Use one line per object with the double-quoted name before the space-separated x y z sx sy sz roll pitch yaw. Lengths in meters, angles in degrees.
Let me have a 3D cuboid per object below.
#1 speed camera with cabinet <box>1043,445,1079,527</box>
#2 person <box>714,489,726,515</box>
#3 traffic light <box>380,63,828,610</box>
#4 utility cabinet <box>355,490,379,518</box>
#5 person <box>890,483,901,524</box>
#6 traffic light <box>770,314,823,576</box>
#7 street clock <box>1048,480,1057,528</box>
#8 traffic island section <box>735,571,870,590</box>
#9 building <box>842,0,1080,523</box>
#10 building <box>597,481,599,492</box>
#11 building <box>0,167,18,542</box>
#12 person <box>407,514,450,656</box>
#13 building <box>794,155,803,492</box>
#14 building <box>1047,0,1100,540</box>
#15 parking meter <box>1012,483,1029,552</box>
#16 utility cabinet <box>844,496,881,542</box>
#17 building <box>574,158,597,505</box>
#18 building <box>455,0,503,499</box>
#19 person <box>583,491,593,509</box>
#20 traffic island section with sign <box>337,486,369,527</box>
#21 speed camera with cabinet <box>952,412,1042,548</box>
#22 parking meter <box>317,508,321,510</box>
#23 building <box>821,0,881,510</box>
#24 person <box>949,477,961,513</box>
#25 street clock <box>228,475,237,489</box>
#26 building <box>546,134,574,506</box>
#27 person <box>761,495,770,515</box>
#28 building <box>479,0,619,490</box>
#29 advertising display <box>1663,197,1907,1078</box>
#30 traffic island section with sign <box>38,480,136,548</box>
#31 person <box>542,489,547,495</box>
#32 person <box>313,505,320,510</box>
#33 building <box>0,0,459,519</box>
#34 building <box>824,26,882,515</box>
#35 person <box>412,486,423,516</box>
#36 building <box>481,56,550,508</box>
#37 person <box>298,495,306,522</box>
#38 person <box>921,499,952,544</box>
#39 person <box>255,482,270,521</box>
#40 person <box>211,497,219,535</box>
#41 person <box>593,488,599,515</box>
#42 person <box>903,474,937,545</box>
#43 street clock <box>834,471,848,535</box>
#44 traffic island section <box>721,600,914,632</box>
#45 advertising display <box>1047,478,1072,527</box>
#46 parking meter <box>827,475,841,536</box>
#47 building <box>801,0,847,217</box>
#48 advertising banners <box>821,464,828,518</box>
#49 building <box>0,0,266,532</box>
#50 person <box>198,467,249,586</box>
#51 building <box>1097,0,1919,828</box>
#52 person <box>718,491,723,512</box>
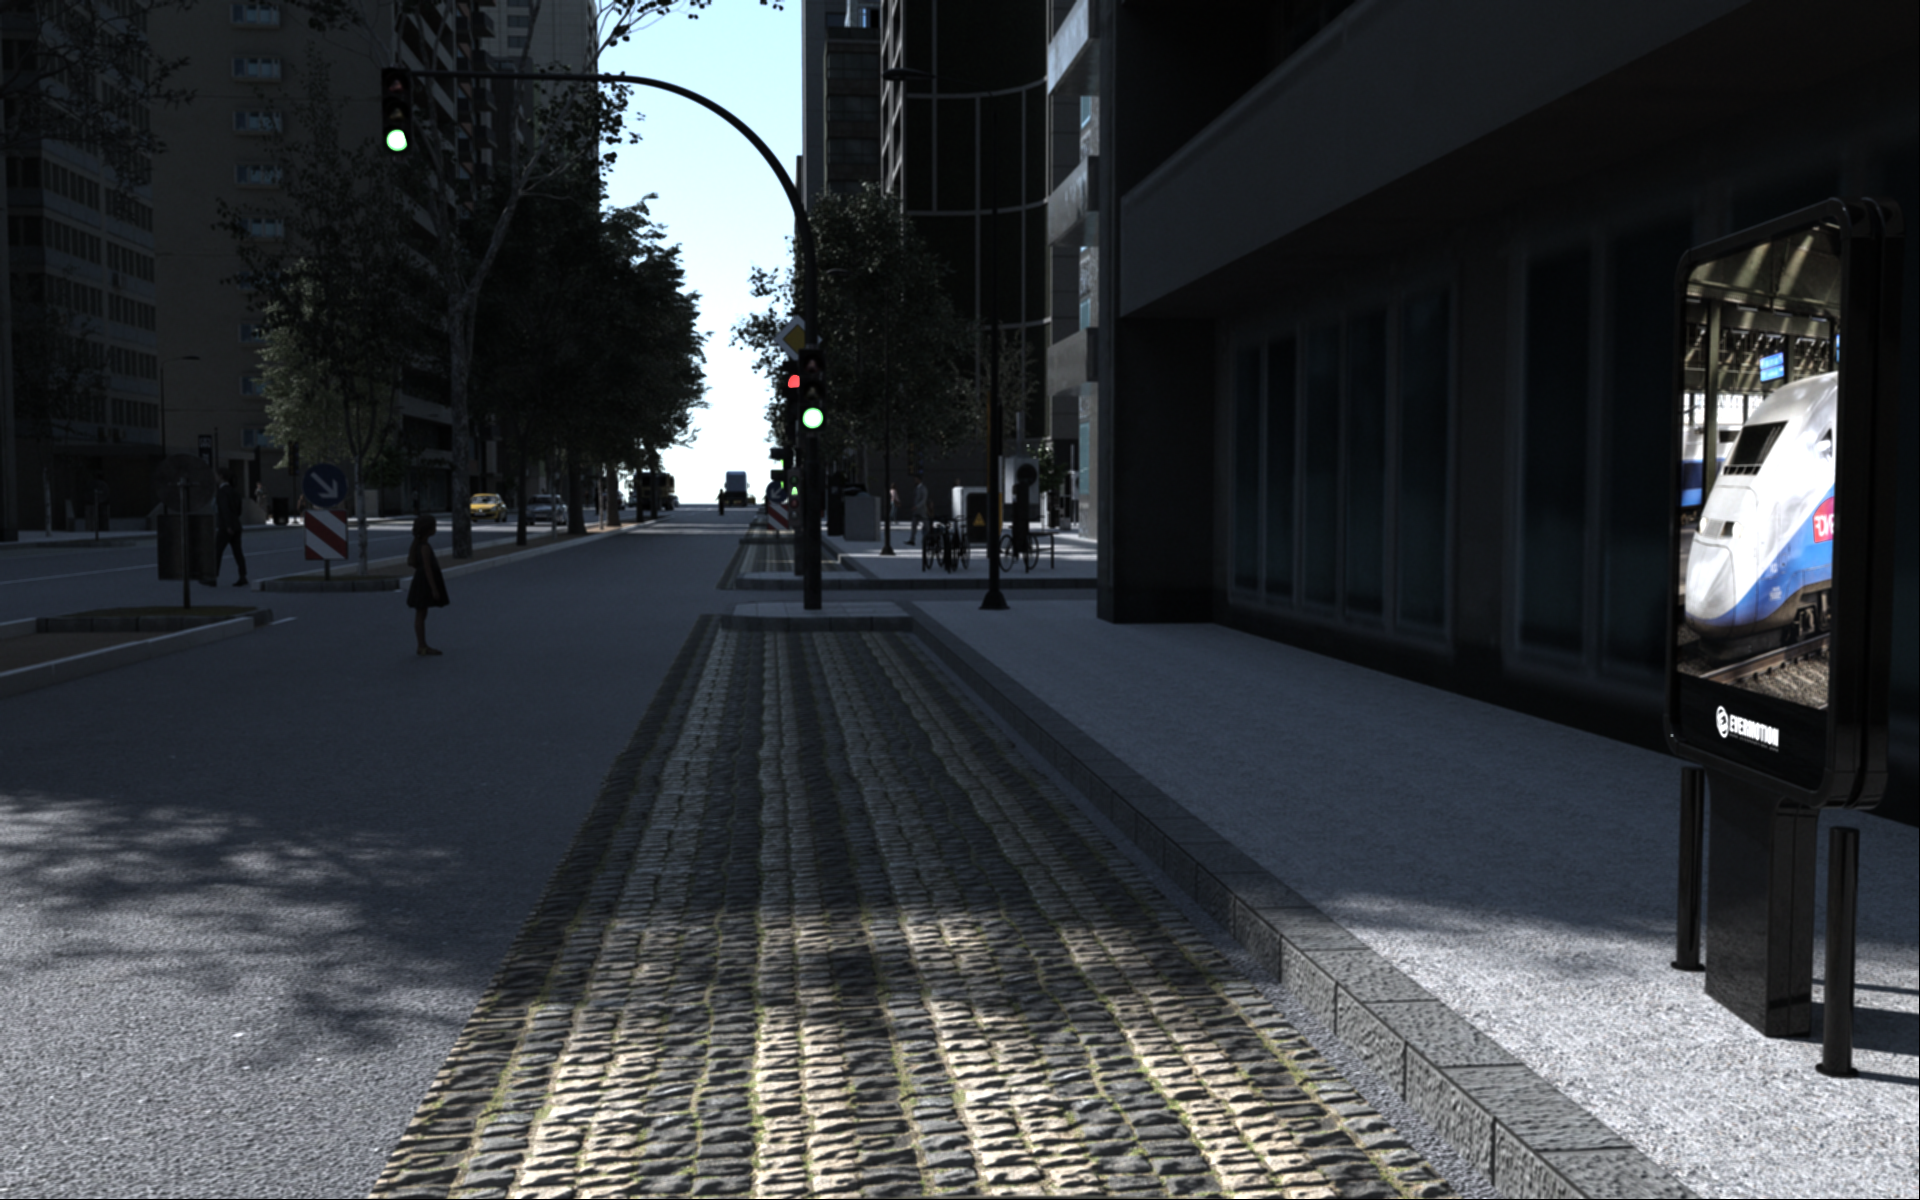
"speed camera with cabinet" 4.115 -4.547 68.671 2.038 3.252 0.660 -3 5 -43
"person" -16.335 -6.718 118.428 0.705 1.812 1.348 2 4 25
"traffic light" -3.740 -2.702 18.844 4.771 5.953 1.251 0 4 -6
"utility cabinet" -31.949 -5.172 93.233 1.173 1.500 0.318 0 4 4
"person" -2.868 -4.157 74.594 0.643 1.750 0.593 -2 4 -24
"traffic light" -2.551 -2.338 27.152 0.839 4.253 0.868 0 4 -6
"street clock" 3.459 -3.689 64.887 0.358 2.002 0.471 -1 4 -12
"traffic island section" -2.510 -0.305 27.270 2.009 0.180 2.903 0 4 -6
"building" 4.718 -39.610 85.868 20.563 71.187 20.611 0 4 -6
"building" -62.999 -32.486 223.022 32.217 40.220 23.993 0 4 -6
"building" -34.956 -25.087 33.879 21.300 48.544 21.600 0 4 -6
"person" -4.741 -0.139 15.441 0.373 1.253 0.362 -1 4 -20
"building" -11.709 -37.489 236.654 21.300 48.544 21.600 0 4 -6
"building" 17.218 -25.759 40.766 30.456 49.044 23.786 0 4 -6
"parking meter" 1.340 -1.824 38.238 0.372 1.533 0.369 0 3 0
"utility cabinet" -2.644 -2.196 47.072 1.020 1.237 0.306 2 4 32
"building" -50.920 -31.855 204.417 14.154 41.232 14.086 0 4 -6
"building" -48.337 -29.373 134.877 22.147 44.769 28.867 0 4 -6
"person" -36.142 -9.728 168.071 1.217 1.766 0.721 1 4 19
"traffic island section with sign" -26.651 -4.045 74.771 1.989 1.847 2.006 0 4 -6
"speed camera with cabinet" 0.859 -2.874 41.332 2.038 3.252 0.660 -2 4 -23
"parking meter" -32.245 -4.810 87.059 0.372 1.533 0.369 0 3 0
"building" 0.071 -50.170 132.957 22.319 86.520 31.000 0 4 -6
"person" -0.053 -2.728 50.925 0.520 1.790 0.573 -1 4 -9
"street clock" -27.228 -3.685 64.823 0.358 2.002 0.471 -1 4 -9
"building" -50.496 -30.981 190.132 14.154 41.232 14.086 0 4 -6
"person" -13.397 -6.740 119.517 0.721 1.723 1.217 1 4 21
"building" -59.396 -49.335 244.871 20.563 71.187 20.611 0 4 -6
"advertising display" 1.959 0.062 4.205 0.123 1.923 0.974 0 4 2
"traffic island section with sign" -23.555 -2.341 46.901 1.989 1.847 2.006 0 4 -6
"person" -26.082 -6.067 108.138 0.568 1.767 0.683 0 4 -2
"person" -31.661 -4.812 85.477 0.466 1.731 0.760 3 5 42
"building" -44.400 -29.683 109.015 21.300 48.544 21.600 0 4 -6
"building" -1.765 -20.802 111.815 14.160 30.474 14.107 0 4 -6
"person" -32.223 -5.873 102.849 0.721 1.735 1.217 1 4 12
"building" -45.774 -28.946 156.865 14.154 41.232 14.086 0 4 -6
"person" -30.791 -4.300 81.022 0.362 1.253 0.373 -3 5 -39
"person" -0.617 -2.034 44.793 1.012 1.151 0.738 -3 5 -45
"person" -33.550 -4.738 83.310 0.655 1.846 0.447 -1 4 -20
"person" -25.633 -3.041 60.030 0.589 1.601 0.330 0 4 0
"person" -24.878 -6.752 118.521 0.705 1.869 1.348 0 4 -1
"person" -0.979 -2.253 43.152 0.850 1.792 0.678 -2 4 -25
"street clock" -3.706 -3.012 53.824 0.358 2.002 0.471 2 4 34
"traffic island section" -1.630 0.180 19.333 2.009 0.180 2.903 0 4 -6
"advertising display" 3.879 -3.813 67.549 0.974 1.923 0.123 0 4 -3
"parking meter" -3.841 -2.887 52.918 0.399 1.863 0.255 -1 4 -15
"building" -4.309 -37.985 163.059 21.231 58.520 28.212 0 4 -6
"advertising banners" -7.475 -5.970 93.800 0.090 3.025 2.074 -2 4 -27
"building" -44.828 -22.758 63.969 32.217 40.220 23.993 0 4 -6
"person" -11.429 -1.137 26.865 0.755 1.850 0.659 1 4 10
"building" 13.161 -23.457 7.229 21.300 48.544 21.600 0 4 -6
"person" -19.351 -8.034 140.522 0.551 1.740 0.621 -2 4 -32
